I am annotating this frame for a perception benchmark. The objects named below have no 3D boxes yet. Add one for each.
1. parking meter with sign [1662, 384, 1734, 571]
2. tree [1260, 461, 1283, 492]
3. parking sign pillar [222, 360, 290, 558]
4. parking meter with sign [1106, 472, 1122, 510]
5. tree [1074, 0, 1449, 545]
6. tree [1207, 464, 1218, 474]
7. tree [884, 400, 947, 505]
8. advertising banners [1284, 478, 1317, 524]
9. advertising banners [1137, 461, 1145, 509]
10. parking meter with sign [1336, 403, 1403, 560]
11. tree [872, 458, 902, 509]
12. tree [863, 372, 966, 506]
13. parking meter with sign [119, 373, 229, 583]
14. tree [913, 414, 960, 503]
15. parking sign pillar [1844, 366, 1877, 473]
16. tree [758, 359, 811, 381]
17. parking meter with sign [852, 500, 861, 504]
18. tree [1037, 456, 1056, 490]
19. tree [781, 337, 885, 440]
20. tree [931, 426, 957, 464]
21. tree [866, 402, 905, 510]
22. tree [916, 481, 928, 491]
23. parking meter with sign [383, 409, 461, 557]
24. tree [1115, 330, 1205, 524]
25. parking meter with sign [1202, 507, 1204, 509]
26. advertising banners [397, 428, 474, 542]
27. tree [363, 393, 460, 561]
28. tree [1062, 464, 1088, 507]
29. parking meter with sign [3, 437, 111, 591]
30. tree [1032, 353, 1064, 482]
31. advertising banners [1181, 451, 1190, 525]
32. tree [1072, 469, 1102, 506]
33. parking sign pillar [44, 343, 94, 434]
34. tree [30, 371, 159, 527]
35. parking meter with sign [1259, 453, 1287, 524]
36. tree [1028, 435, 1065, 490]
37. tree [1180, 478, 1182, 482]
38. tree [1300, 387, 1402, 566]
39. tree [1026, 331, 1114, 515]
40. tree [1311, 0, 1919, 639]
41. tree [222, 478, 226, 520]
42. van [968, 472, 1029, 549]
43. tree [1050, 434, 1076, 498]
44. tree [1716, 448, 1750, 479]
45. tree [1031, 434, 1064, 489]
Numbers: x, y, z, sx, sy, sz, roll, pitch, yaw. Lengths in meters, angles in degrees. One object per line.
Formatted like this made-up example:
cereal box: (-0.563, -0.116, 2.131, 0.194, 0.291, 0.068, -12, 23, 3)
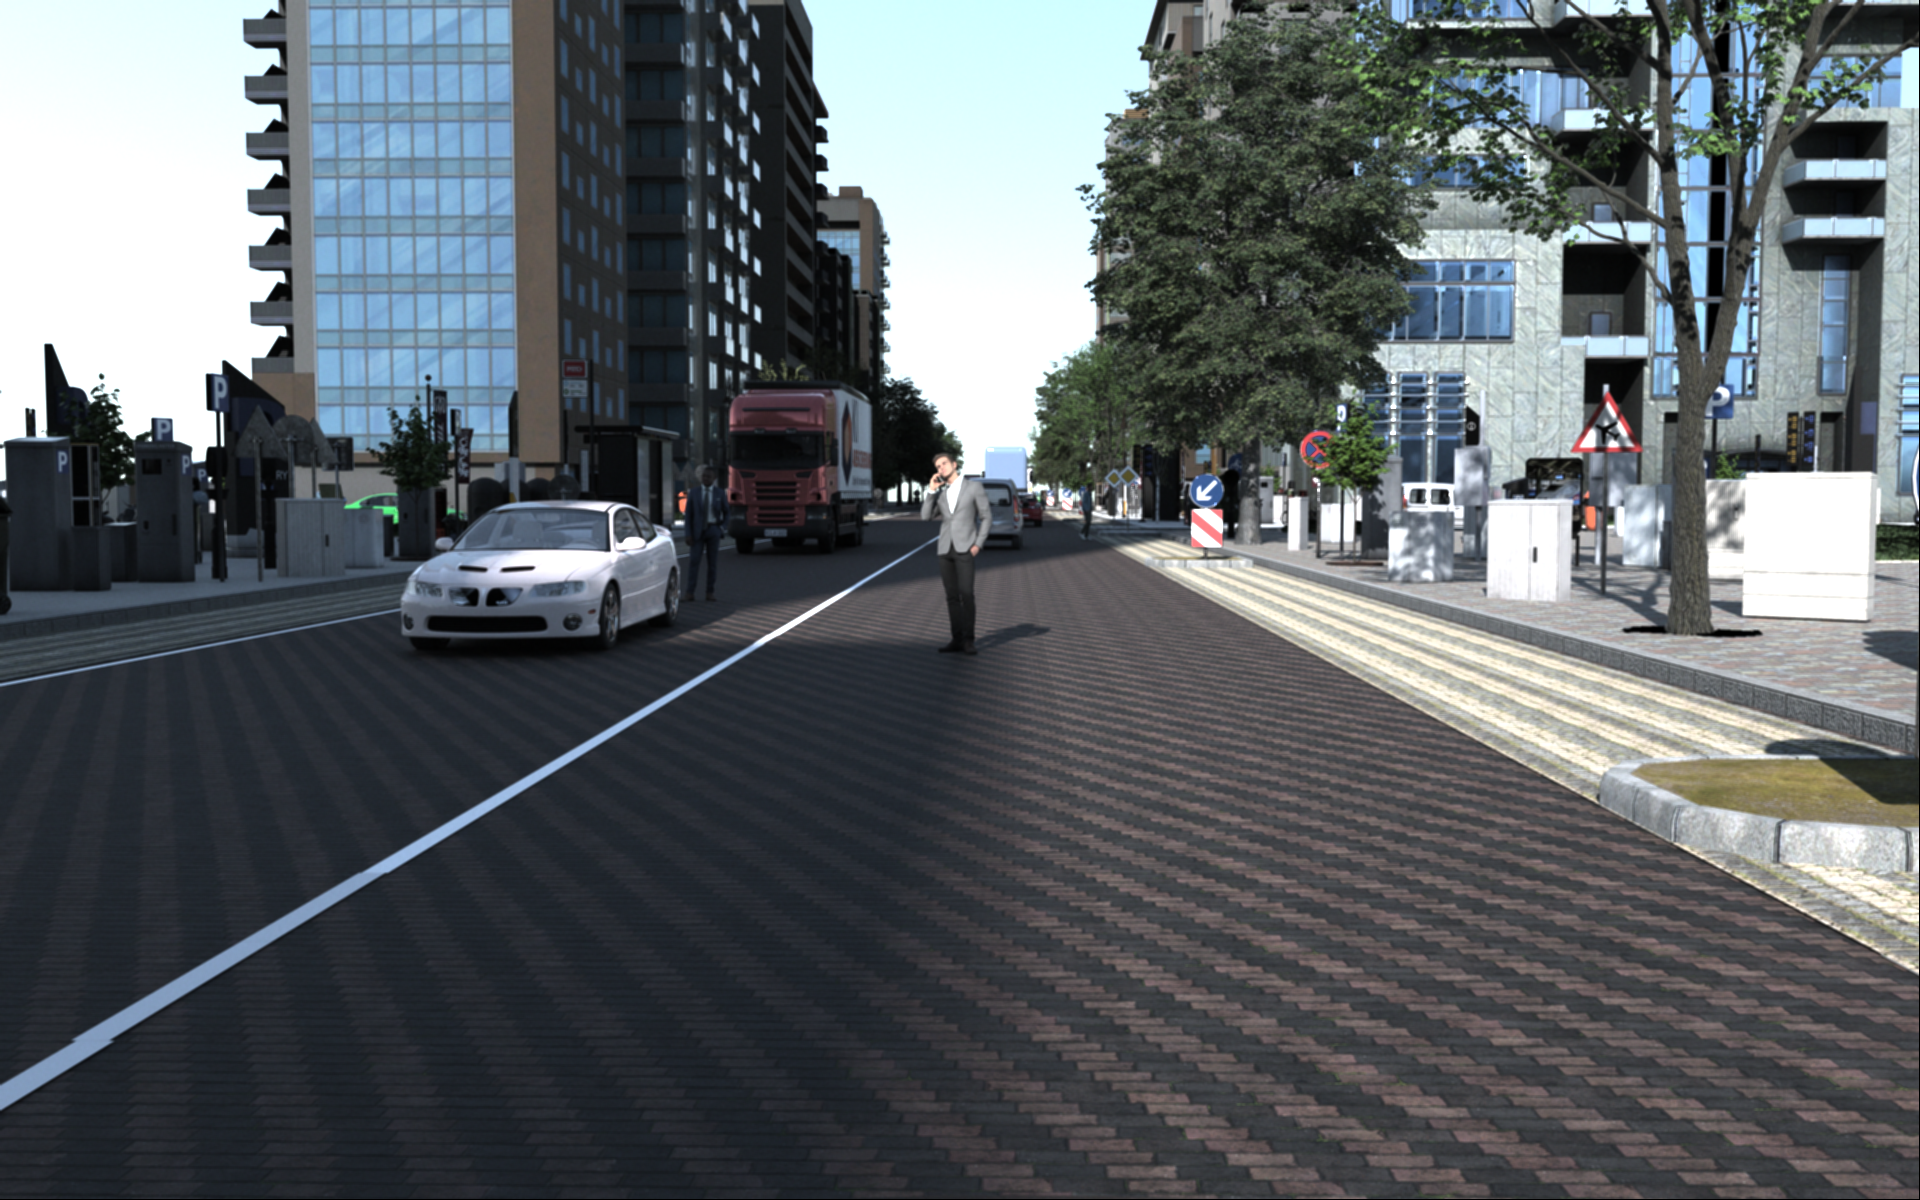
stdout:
parking meter with sign: (12.035, -1.968, 28.440, 0.543, 3.016, 1.738, 0, 4, 2)
tree: (17.836, -6.423, 99.615, 1.663, 3.219, 1.824, 0, 3, 0)
parking sign pillar: (-14.283, -2.864, 35.295, 1.447, 3.967, 1.447, 3, 4, 36)
parking meter with sign: (11.997, -8.462, 134.610, 0.543, 3.016, 1.738, -2, 4, -34)
tree: (7.321, -8.387, 43.779, 9.857, 13.997, 8.962, 0, 3, 0)
tree: (16.424, -7.095, 110.600, 1.663, 3.219, 1.824, 0, 3, 0)
tree: (-5.876, -17.720, 206.733, 9.611, 12.733, 9.660, 0, 3, 0)
advertising banners: (14.378, -4.676, 72.636, 0.090, 3.025, 2.074, -2, 4, -33)
advertising banners: (9.911, -5.838, 91.641, 0.090, 3.025, 2.074, -2, 4, -26)
parking meter with sign: (8.206, -2.283, 33.591, 1.738, 3.016, 0.543, -1, 4, -9)
tree: (-6.585, -10.102, 148.878, 4.285, 4.588, 4.351, 0, 3, 0)
tree: (-6.218, -16.739, 180.339, 9.857, 13.997, 8.962, 0, 3, 0)
parking meter with sign: (-11.599, -1.772, 25.240, 1.738, 3.016, 0.543, 0, 4, 2)
tree: (-5.309, -20.103, 239.052, 12.009, 13.543, 11.850, 0, 3, 0)
parking sign pillar: (19.200, -2.969, 37.008, 1.447, 3.967, 1.447, 1, 4, 21)
tree: (-9.623, -8.744, 93.320, 4.737, 8.622, 4.395, 0, 3, 0)
parking meter with sign: (-7.939, -8.188, 130.142, 0.543, 3.016, 1.738, 2, 4, 29)
tree: (13.725, -18.979, 260.672, 4.360, 8.622, 3.978, 0, 3, 0)
tree: (-8.324, -10.375, 104.043, 8.767, 10.594, 7.601, 2, 4, 34)
tree: (-4.070, -20.272, 257.195, 9.928, 11.665, 9.643, 0, 3, 0)
tree: (-6.813, -11.615, 140.269, 4.360, 8.622, 3.978, 0, 3, 0)
tree: (-5.360, -16.247, 216.007, 4.737, 8.622, 4.395, 0, 3, 0)
parking meter with sign: (-11.174, -2.405, 35.575, 1.738, 3.016, 0.543, 0, 4, -4)
tree: (8.815, -7.621, 74.974, 4.360, 8.622, 3.978, 0, 3, 0)
parking meter with sign: (15.803, -6.759, 106.776, 1.738, 3.016, 0.543, 1, 4, 14)
advertising banners: (-13.784, -3.021, 45.586, 2.074, 3.025, 0.090, -3, 4, -36)
tree: (-10.423, -2.370, 33.355, 1.663, 3.219, 1.824, 0, 3, 0)
tree: (11.563, -11.559, 172.704, 4.285, 4.588, 4.351, 0, 3, 0)
parking meter with sign: (-12.204, -1.631, 22.925, 1.738, 3.016, 0.543, 0, 4, 0)
tree: (11.148, -15.193, 155.067, 9.857, 13.997, 8.962, 0, 3, 0)
advertising banners: (9.418, -4.633, 71.940, 0.090, 3.025, 2.074, 1, 4, 21)
tree: (9.962, -8.539, 134.222, 1.663, 3.219, 1.824, 0, 3, 0)
parking sign pillar: (-16.296, -2.644, 31.700, 1.447, 3.967, 1.447, -1, 4, -13)
tree: (-13.417, -1.998, 27.274, 1.663, 3.219, 1.824, 0, 3, 0)
parking meter with sign: (12.999, -4.748, 73.884, 1.738, 3.016, 0.543, 0, 4, 0)
tree: (15.291, -22.891, 291.267, 9.611, 12.733, 9.660, 0, 3, 0)
tree: (11.432, -6.294, 97.506, 1.663, 3.219, 1.824, 0, 3, 0)
tree: (7.177, -2.254, 31.448, 1.663, 3.219, 1.824, 0, 3, 0)
tree: (9.468, -11.141, 107.914, 9.928, 11.665, 9.643, 0, 3, 0)
tree: (6.852, -5.498, 15.652, 9.928, 11.665, 9.643, 0, 3, 0)
tree: (-35.920, -5.573, 85.717, 1.663, 3.219, 1.824, 0, 3, 0)
van: (0.844, -2.406, 46.356, 2.013, 2.044, 4.112, 0, 4, 3)
tree: (12.551, -15.360, 201.498, 4.737, 8.622, 4.395, 0, 3, 0)
tree: (31.756, -4.748, 72.230, 1.663, 3.219, 1.824, 0, 3, 0)
tree: (14.674, -21.461, 269.010, 7.486, 12.596, 7.792, 0, 3, 0)
